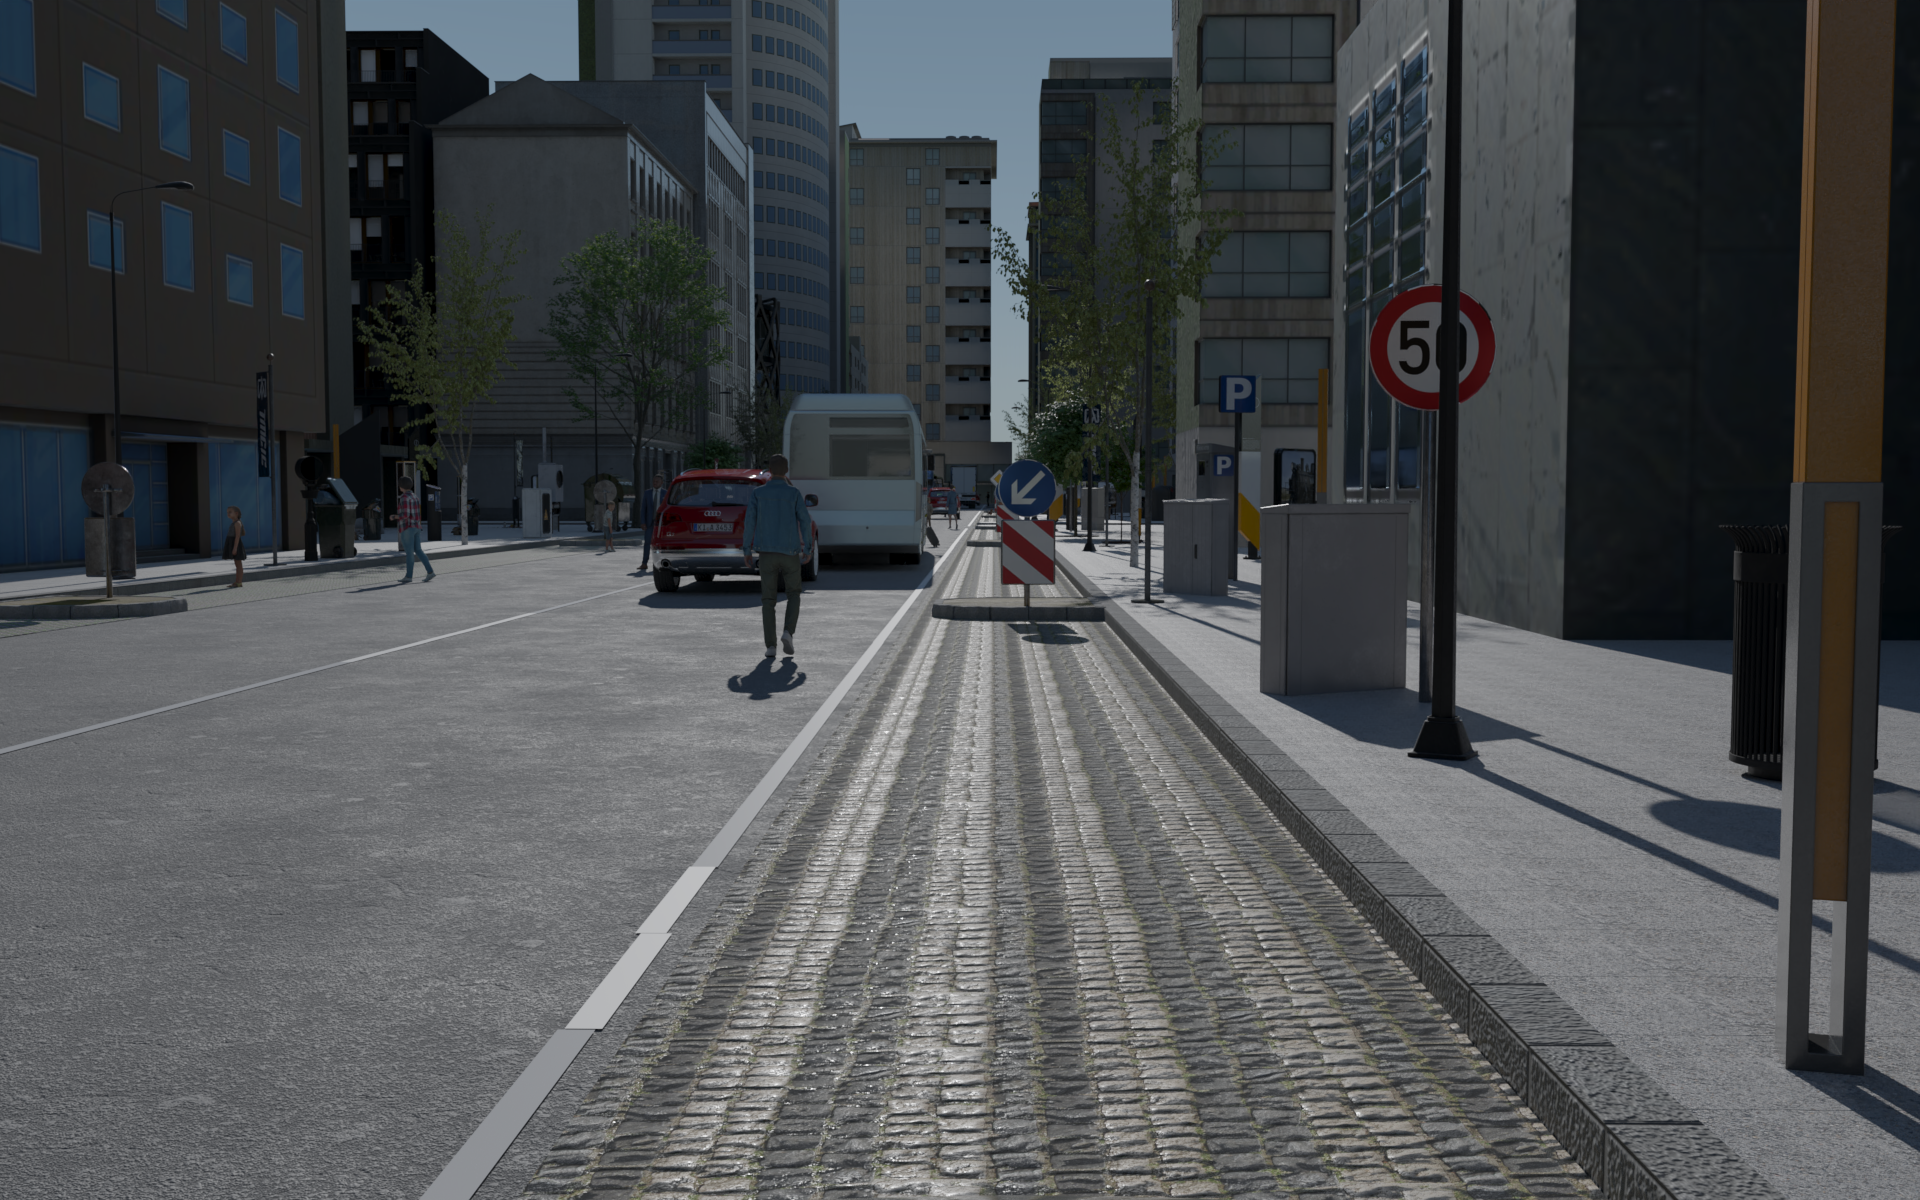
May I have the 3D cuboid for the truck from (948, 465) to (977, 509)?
[{"bbox_3d":[0.299,-11.215,172.283,2.839,4.237,11.283,0,4,-1],"label":"truck"}]

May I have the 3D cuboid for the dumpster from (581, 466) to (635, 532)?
[{"bbox_3d":[-12.066,-3.476,59.334,1.502,2.255,1.985,0,4,1],"label":"dumpster"}]

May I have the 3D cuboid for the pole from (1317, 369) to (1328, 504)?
[{"bbox_3d":[5.919,-2.107,28.300,0.158,3.312,0.155,0,3,0],"label":"pole"}]

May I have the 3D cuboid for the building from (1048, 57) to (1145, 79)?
[{"bbox_3d":[15.368,-29.510,166.090,14.154,41.232,14.086,0,4,1],"label":"building"}]

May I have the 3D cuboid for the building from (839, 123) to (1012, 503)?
[{"bbox_3d":[-6.183,-40.653,253.907,27.495,52.752,28.713,0,4,1],"label":"building"}]

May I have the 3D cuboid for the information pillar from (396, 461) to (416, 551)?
[{"bbox_3d":[-12.415,-2.102,38.859,0.304,2.012,0.304,3,5,40],"label":"information pillar"}]

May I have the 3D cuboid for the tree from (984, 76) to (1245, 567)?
[{"bbox_3d":[2.876,-4.897,30.423,4.737,8.622,4.395,0,3,0],"label":"tree"}]

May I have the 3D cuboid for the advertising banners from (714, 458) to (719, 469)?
[{"bbox_3d":[-12.110,-5.380,84.156,0.090,3.025,2.074,1,4,15],"label":"advertising banners"}]

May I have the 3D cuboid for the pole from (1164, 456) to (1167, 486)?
[{"bbox_3d":[11.011,-6.063,92.965,0.158,3.312,0.155,0,3,0],"label":"pole"}]

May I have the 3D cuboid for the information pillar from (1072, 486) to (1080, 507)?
[{"bbox_3d":[7.062,-6.977,105.430,0.504,3.616,0.183,1,4,21],"label":"information pillar"}]

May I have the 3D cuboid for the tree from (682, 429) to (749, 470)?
[{"bbox_3d":[-12.446,-6.379,88.010,4.285,4.588,4.351,0,3,0],"label":"tree"}]

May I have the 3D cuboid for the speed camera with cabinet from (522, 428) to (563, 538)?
[{"bbox_3d":[-12.257,-3.461,50.919,0.660,3.252,2.038,0,4,6],"label":"speed camera with cabinet"}]

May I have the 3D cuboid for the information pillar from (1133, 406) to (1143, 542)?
[{"bbox_3d":[4.767,-3.376,46.545,0.183,3.616,0.504,-1,4,-14],"label":"information pillar"}]

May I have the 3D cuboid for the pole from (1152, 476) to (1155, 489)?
[{"bbox_3d":[12.757,-7.369,114.325,0.158,3.312,0.155,0,3,0],"label":"pole"}]

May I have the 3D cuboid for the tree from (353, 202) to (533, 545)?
[{"bbox_3d":[-12.700,-5.705,43.642,4.737,8.622,4.395,0,3,0],"label":"tree"}]

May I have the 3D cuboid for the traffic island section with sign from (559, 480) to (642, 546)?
[{"bbox_3d":[-9.918,-2.415,48.111,1.989,1.847,2.006,0,4,1],"label":"traffic island section with sign"}]

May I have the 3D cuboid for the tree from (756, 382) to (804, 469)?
[{"bbox_3d":[-11.703,-10.000,113.855,4.737,8.622,4.395,0,3,0],"label":"tree"}]

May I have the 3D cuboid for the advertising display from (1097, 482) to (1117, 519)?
[{"bbox_3d":[7.442,-5.046,87.709,0.974,1.923,0.123,0,4,7],"label":"advertising display"}]

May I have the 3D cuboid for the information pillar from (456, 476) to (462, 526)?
[{"bbox_3d":[-20.301,-4.039,70.530,0.304,2.012,0.304,-2,4,-30],"label":"information pillar"}]

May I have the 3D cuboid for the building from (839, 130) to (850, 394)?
[{"bbox_3d":[-19.644,-30.930,189.300,14.154,41.232,14.086,0,4,1],"label":"building"}]

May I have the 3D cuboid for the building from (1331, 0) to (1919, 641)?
[{"bbox_3d":[16.356,-42.490,7.376,22.319,86.520,31.000,0,4,1],"label":"building"}]

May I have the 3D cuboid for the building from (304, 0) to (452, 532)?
[{"bbox_3d":[-34.705,-24.599,56.826,28.867,44.769,22.147,0,4,1],"label":"building"}]

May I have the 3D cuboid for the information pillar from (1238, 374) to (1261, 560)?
[{"bbox_3d":[5.676,-2.600,33.865,0.504,3.616,0.183,-2,4,-29],"label":"information pillar"}]

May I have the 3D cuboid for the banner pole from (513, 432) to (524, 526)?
[{"bbox_3d":[-17.941,-4.910,70.288,0.401,3.779,0.863,-3,5,-45],"label":"banner pole"}]

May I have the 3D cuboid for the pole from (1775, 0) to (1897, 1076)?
[{"bbox_3d":[1.938,-0.610,3.811,0.158,3.312,0.155,0,3,0],"label":"pole"}]

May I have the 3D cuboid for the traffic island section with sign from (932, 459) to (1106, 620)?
[{"bbox_3d":[0.676,-0.724,20.462,1.989,1.847,2.006,0,4,1],"label":"traffic island section with sign"}]

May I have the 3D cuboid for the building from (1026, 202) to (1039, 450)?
[{"bbox_3d":[22.392,-36.410,249.923,28.867,44.769,22.147,0,4,1],"label":"building"}]

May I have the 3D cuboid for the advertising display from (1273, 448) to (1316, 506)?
[{"bbox_3d":[4.756,-1.187,24.623,0.123,1.923,0.974,3,5,41],"label":"advertising display"}]

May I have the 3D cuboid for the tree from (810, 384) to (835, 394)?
[{"bbox_3d":[-10.738,-13.021,147.301,7.601,10.594,8.767,2,4,34],"label":"tree"}]

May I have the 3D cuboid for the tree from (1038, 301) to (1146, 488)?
[{"bbox_3d":[4.919,-7.046,65.566,4.360,8.622,3.978,0,3,0],"label":"tree"}]

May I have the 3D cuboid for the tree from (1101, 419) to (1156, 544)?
[{"bbox_3d":[4.316,-3.077,44.903,1.663,3.219,1.824,0,3,0],"label":"tree"}]

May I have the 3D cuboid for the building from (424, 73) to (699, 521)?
[{"bbox_3d":[-19.970,-14.754,90.381,9.793,20.994,18.267,0,4,1],"label":"building"}]

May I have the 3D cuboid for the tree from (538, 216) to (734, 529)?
[{"bbox_3d":[-11.978,-8.485,64.491,9.928,11.665,9.643,0,3,0],"label":"tree"}]

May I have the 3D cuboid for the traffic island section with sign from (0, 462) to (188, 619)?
[{"bbox_3d":[-10.441,-0.737,20.686,1.989,1.847,2.006,0,4,1],"label":"traffic island section with sign"}]

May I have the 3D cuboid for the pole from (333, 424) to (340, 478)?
[{"bbox_3d":[-18.249,-3.479,50.731,0.158,3.312,0.155,0,3,0],"label":"pole"}]

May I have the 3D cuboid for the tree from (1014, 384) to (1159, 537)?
[{"bbox_3d":[3.405,-4.181,52.080,4.285,4.588,4.351,0,3,0],"label":"tree"}]

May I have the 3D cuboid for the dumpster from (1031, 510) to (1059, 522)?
[{"bbox_3d":[3.905,-4.741,80.003,1.502,2.255,1.985,0,4,1],"label":"dumpster"}]

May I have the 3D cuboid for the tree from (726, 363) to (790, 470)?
[{"bbox_3d":[-11.367,-9.018,97.800,4.360,8.622,3.978,0,3,0],"label":"tree"}]

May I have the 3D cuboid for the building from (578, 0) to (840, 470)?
[{"bbox_3d":[-23.310,-38.229,167.049,21.231,58.520,28.212,0,4,1],"label":"building"}]

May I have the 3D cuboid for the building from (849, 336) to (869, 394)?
[{"bbox_3d":[-26.675,-22.522,213.278,28.899,21.520,27.650,0,4,1],"label":"building"}]

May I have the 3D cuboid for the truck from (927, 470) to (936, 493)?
[{"bbox_3d":[-3.712,-11.577,179.036,2.967,4.110,18.799,0,4,1],"label":"truck"}]

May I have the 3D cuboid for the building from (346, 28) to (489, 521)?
[{"bbox_3d":[-33.091,-15.735,86.938,15.834,23.373,12.332,0,4,1],"label":"building"}]

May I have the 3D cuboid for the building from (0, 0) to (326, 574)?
[{"bbox_3d":[-21.738,-23.356,31.974,14.600,45.320,14.200,0,4,1],"label":"building"}]

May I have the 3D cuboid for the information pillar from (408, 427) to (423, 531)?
[{"bbox_3d":[-19.014,-4.221,60.374,0.183,3.616,0.504,2,4,28],"label":"information pillar"}]

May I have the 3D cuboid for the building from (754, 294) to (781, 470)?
[{"bbox_3d":[-21.998,-16.002,129.088,16.820,18.784,16.811,0,4,1],"label":"building"}]

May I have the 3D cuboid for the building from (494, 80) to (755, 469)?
[{"bbox_3d":[-20.335,-17.818,109.339,12.078,24.808,19.932,0,4,1],"label":"building"}]

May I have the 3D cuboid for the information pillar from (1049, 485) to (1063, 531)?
[{"bbox_3d":[3.333,-4.217,60.297,0.504,3.616,0.183,0,4,-6],"label":"information pillar"}]

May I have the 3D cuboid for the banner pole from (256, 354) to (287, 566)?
[{"bbox_3d":[-12.458,-2.516,31.154,0.401,3.779,0.863,-3,5,-44],"label":"banner pole"}]

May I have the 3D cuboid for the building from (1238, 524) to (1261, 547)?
[{"bbox_3d":[12.865,-22.230,47.056,14.154,41.232,14.086,0,4,1],"label":"building"}]

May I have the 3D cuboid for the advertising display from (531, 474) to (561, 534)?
[{"bbox_3d":[-14.056,-3.277,58.791,0.974,1.923,0.123,-2,4,-30],"label":"advertising display"}]

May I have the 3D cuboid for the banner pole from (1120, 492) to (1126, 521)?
[{"bbox_3d":[7.706,-5.699,83.194,0.401,3.779,0.863,-1,4,-20],"label":"banner pole"}]

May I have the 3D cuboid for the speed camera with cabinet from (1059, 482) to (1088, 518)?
[{"bbox_3d":[6.130,-6.123,94.442,2.038,3.252,0.660,-3,4,-37],"label":"speed camera with cabinet"}]

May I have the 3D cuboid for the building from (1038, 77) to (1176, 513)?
[{"bbox_3d":[12.578,-21.549,124.019,14.160,30.474,14.107,0,4,1],"label":"building"}]
